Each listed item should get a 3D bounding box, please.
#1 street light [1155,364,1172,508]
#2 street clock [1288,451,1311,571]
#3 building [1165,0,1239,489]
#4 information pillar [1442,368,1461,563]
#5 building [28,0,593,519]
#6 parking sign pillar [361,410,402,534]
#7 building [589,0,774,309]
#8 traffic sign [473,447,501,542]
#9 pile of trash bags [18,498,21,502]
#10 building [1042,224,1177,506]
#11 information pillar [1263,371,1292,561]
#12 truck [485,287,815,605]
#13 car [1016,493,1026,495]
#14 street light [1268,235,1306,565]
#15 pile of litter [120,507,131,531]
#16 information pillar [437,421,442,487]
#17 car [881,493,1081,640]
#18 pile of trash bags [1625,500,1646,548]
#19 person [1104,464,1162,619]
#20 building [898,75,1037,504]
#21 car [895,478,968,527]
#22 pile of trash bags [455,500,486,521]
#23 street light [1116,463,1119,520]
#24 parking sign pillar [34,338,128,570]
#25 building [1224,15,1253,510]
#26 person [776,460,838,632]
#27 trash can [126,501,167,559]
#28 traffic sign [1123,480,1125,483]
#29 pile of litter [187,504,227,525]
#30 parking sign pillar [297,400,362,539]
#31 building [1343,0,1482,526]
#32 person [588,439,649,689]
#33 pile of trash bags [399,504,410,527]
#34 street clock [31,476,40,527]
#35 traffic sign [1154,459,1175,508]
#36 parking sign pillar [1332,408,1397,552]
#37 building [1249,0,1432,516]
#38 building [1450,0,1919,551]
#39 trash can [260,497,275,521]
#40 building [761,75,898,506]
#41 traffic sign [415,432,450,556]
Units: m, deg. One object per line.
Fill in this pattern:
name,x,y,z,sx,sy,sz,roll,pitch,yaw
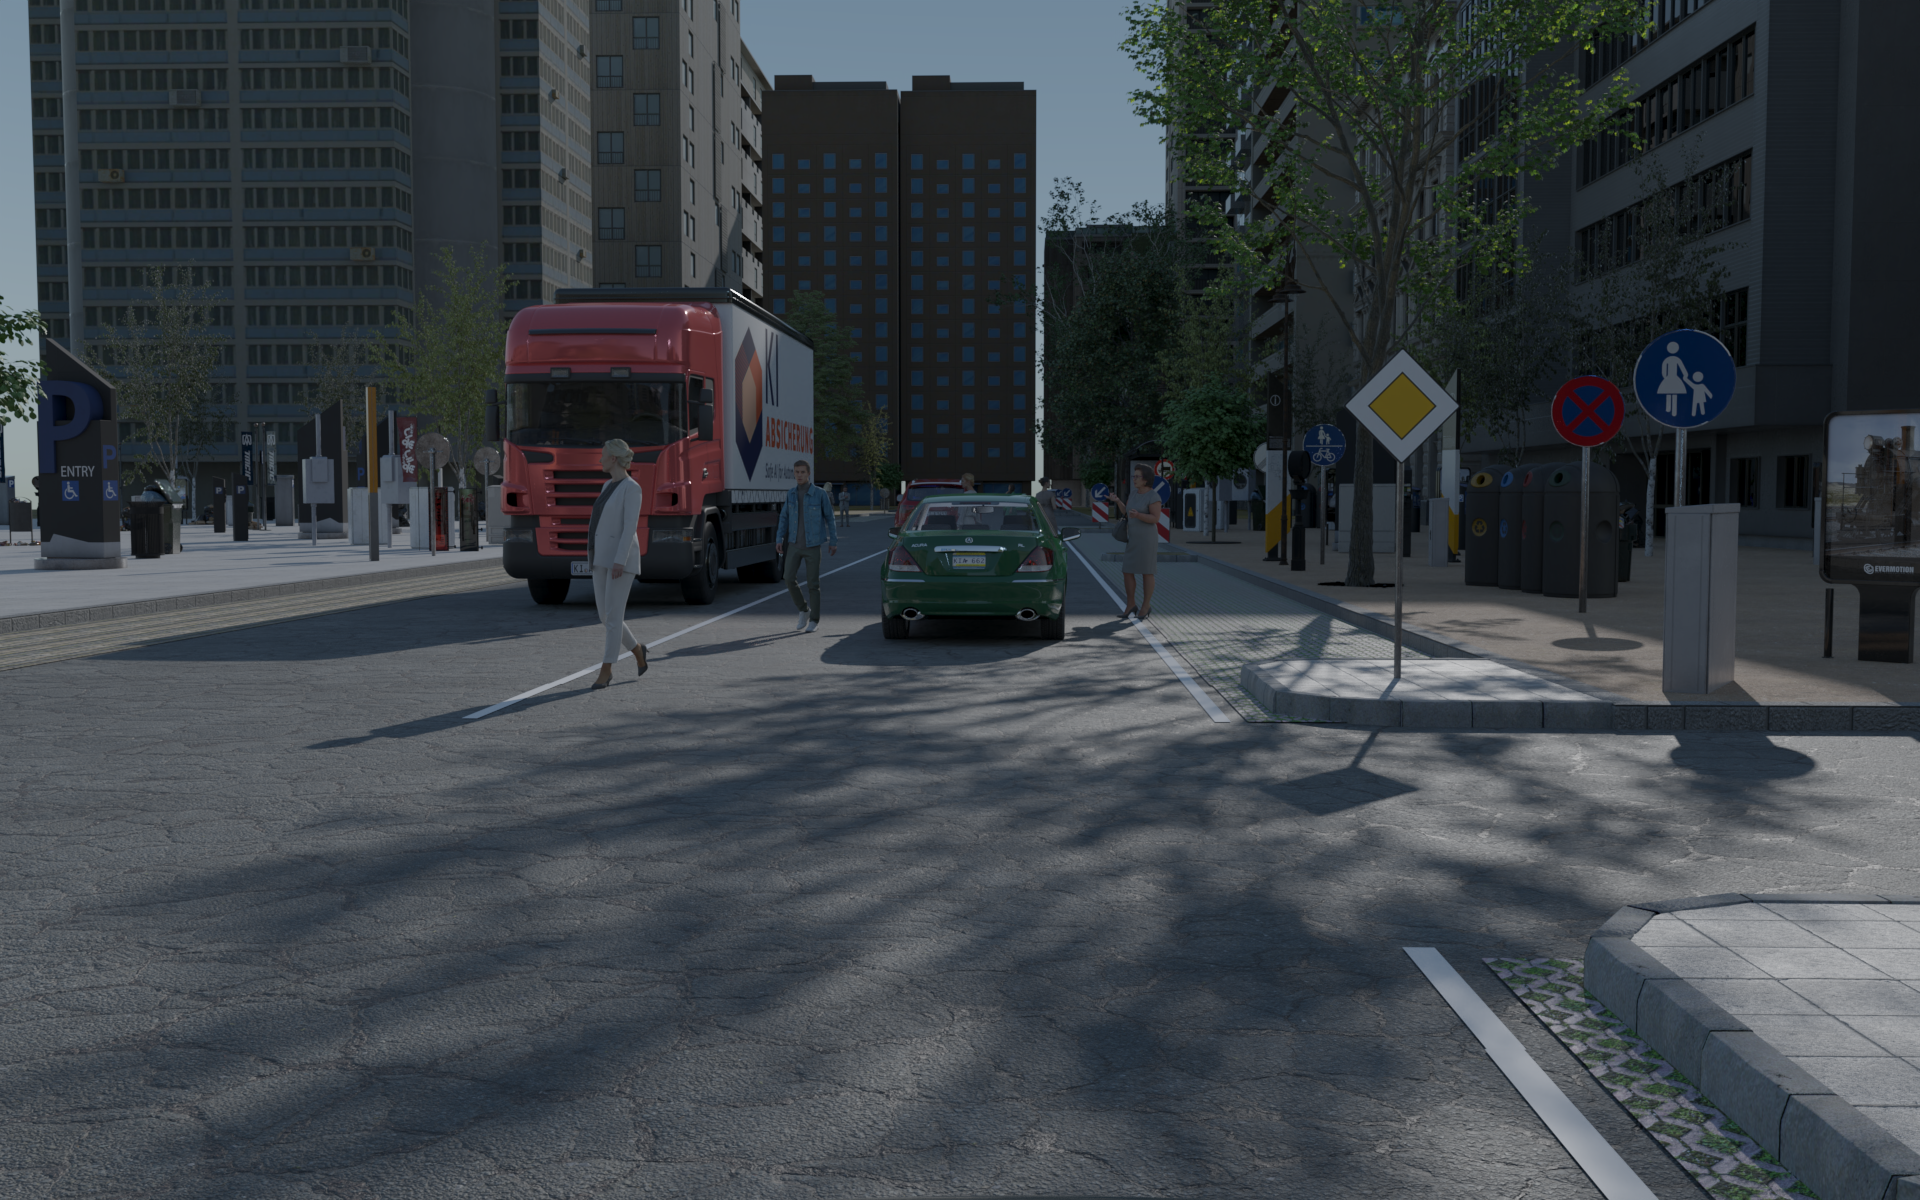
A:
street light,6.872,-5.258,58.759,0.468,5.910,1.993,0,4,2
street clock,5.655,-1.488,28.895,0.358,2.002,0.471,2,4,34
building,33.531,-45.975,189.942,20.611,71.187,20.563,0,4,2
information pillar,9.221,-2.518,32.520,0.183,3.616,0.504,-1,4,-15
building,-34.929,-24.972,100.179,32.217,40.220,23.993,0,4,2
parking sign pillar,-18.628,-4.092,55.377,1.447,3.967,1.447,2,4,31
building,-34.488,-37.148,196.615,27.495,52.752,28.713,0,4,2
traffic sign,-12.733,-2.844,46.611,0.768,2.556,0.104,1,4,9
pile of trash bags,-48.553,-4.753,87.462,1.912,1.369,3.447,0,4,-3
building,16.025,-25.484,188.362,14.107,30.474,14.160,0,4,2
information pillar,6.056,-2.547,32.995,0.504,3.616,0.183,-1,4,-12
truck,-4.176,-2.259,25.849,2.839,4.237,11.283,0,4,3
car,3.837,-6.580,116.375,1.959,1.807,4.718,0,4,4
street light,5.854,-3.569,31.141,0.468,5.910,1.993,0,4,2
pile of litter,-29.001,-2.807,59.863,1.176,0.858,1.719,2,4,30
information pillar,-16.708,-3.933,55.667,0.183,3.616,0.504,-1,4,-11
car,0.228,-0.410,18.497,2.131,1.459,4.920,0,4,4
pile of trash bags,15.095,-1.988,42.261,1.912,1.369,3.447,-2,4,-24
person,1.966,-0.680,19.970,0.532,1.782,0.716,-3,4,-36
building,1.132,-32.939,188.666,14.200,45.320,14.600,0,4,2
car,-0.499,-2.125,43.421,2.281,1.827,5.304,0,4,2
pile of trash bags,-22.695,-4.450,82.511,1.912,1.369,3.447,-3,4,-37
street light,7.820,-6.913,85.816,0.468,5.910,1.993,0,4,2
parking sign pillar,-15.165,-2.526,29.771,1.447,3.967,1.447,1,4,15
building,32.848,-31.546,135.386,23.786,49.044,30.456,0,4,2
person,-1.595,-0.562,18.039,0.601,1.785,0.444,1,4,21
trash can,-16.194,-1.398,34.505,0.748,1.137,0.748,0,3,0
traffic sign,8.592,-5.309,86.804,0.884,2.594,0.081,1,4,8
pile of litter,-31.448,-3.573,72.387,1.719,0.858,1.176,1,4,19
parking sign pillar,-18.284,-3.745,49.706,1.447,3.967,1.447,0,4,4
building,24.023,-15.136,76.351,11.050,23.489,19.941,0,4,2
person,-2.541,-0.284,13.021,0.514,1.842,0.818,2,4,29
pile of trash bags,-22.920,-3.574,68.180,1.912,1.369,3.447,-2,4,-31
street clock,-36.395,-3.908,68.462,0.471,2.002,0.358,-1,4,-18
traffic sign,7.414,-3.835,62.815,0.768,2.556,0.104,1,4,10
parking sign pillar,9.126,-3.085,38.920,1.447,3.967,1.447,1,4,20
building,30.482,-29.712,109.493,21.300,48.544,21.600,0,4,2
building,25.078,-14.204,51.304,14.314,24.678,30.058,0,4,2
trash can,-33.401,-4.400,83.585,0.748,1.137,0.748,0,3,0
building,-13.364,-32.928,188.478,14.200,45.320,14.600,0,4,2
traffic sign,-10.894,-2.181,35.771,0.768,2.556,0.104,0,4,8
